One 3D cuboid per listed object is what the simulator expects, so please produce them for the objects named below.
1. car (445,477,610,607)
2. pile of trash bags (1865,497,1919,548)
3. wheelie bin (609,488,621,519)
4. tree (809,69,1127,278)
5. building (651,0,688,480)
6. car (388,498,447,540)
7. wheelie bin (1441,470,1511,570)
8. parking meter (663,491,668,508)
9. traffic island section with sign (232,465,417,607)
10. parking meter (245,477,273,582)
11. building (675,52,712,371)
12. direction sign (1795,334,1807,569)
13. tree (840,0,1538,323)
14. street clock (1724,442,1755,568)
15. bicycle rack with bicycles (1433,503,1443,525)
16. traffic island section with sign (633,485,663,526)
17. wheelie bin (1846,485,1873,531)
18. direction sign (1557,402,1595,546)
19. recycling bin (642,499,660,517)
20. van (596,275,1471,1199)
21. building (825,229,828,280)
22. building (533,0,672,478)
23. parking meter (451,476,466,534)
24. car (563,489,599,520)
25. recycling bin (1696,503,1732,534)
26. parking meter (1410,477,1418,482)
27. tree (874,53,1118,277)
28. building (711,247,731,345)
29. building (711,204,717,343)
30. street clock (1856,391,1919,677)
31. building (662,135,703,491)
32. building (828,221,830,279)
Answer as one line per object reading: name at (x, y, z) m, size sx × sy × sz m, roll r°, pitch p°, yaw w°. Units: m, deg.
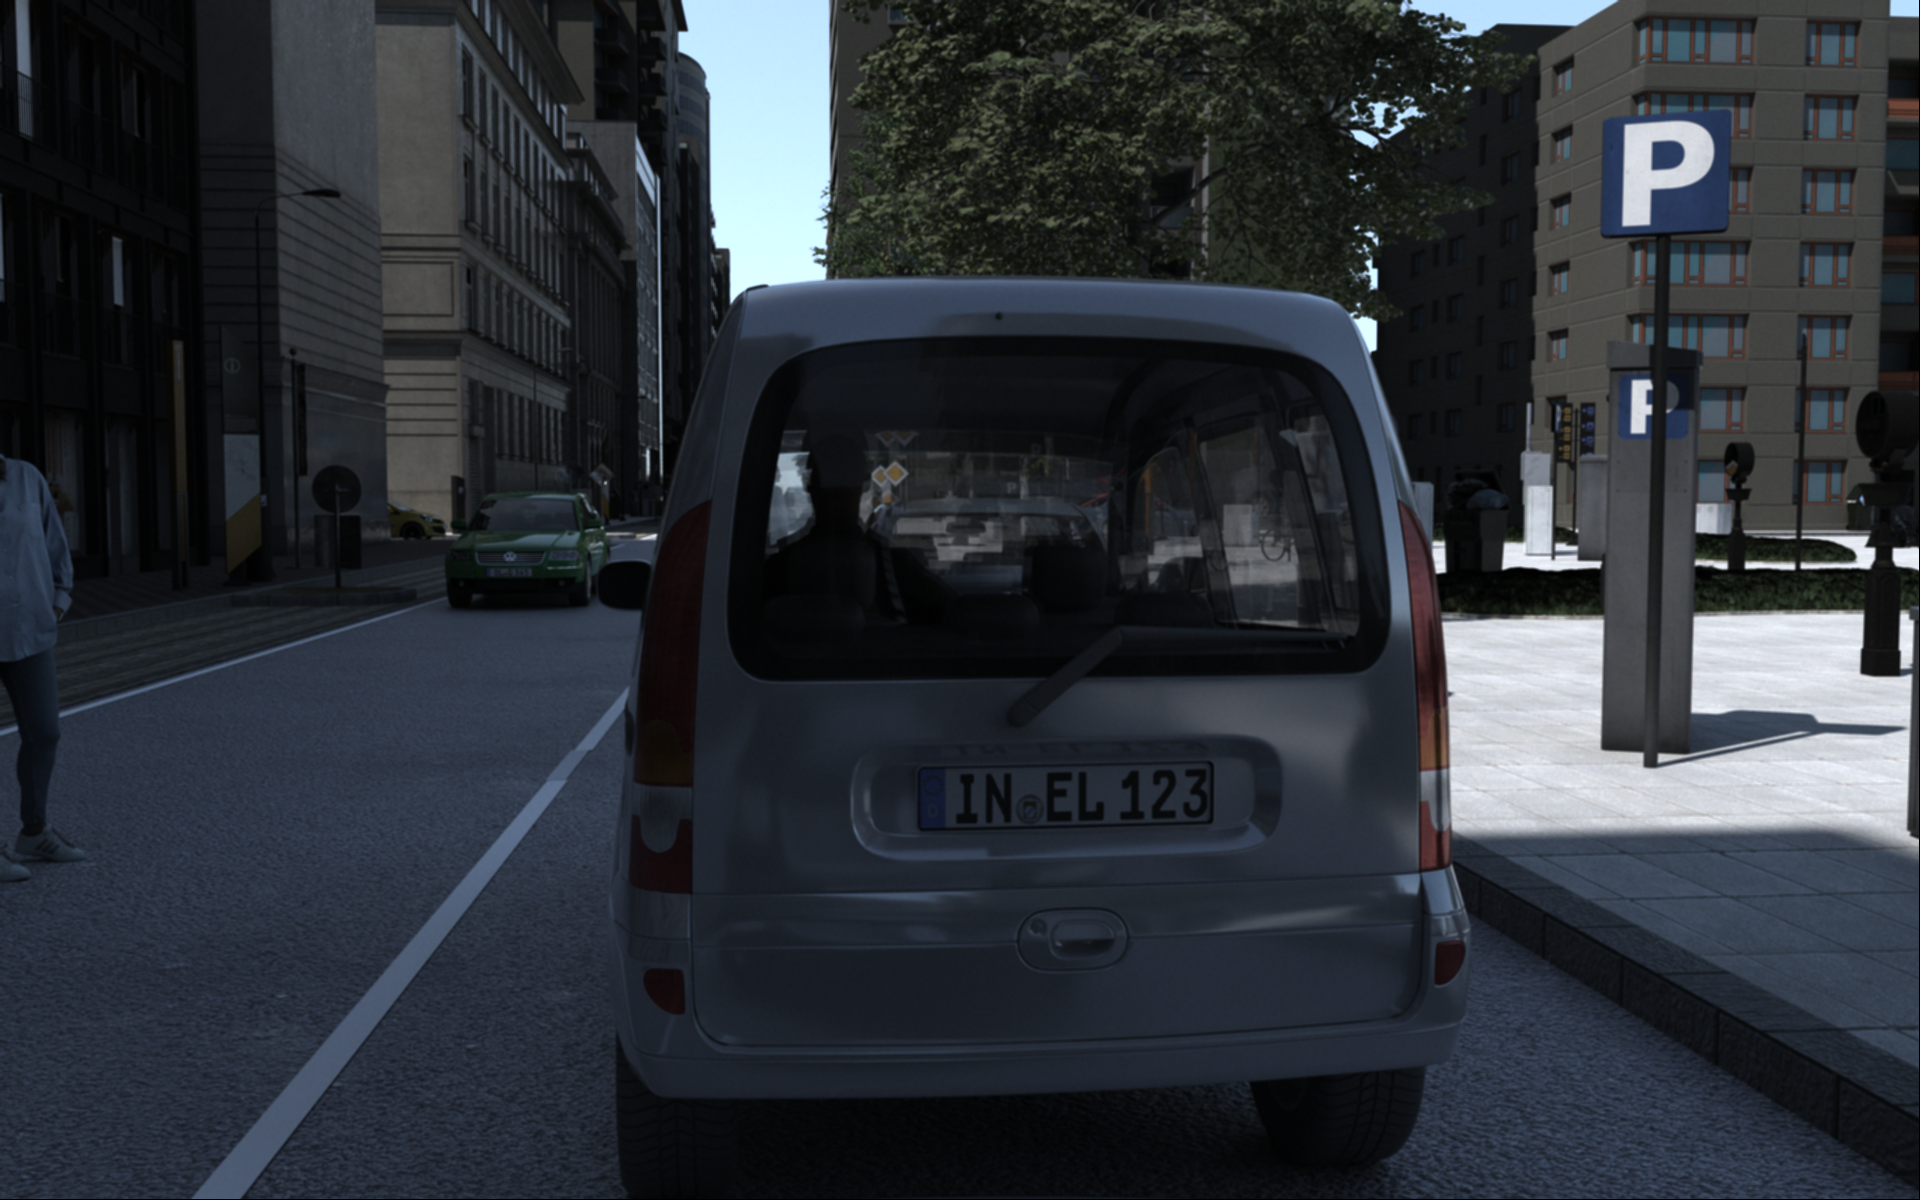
car at (-5.782, -0.897, 23.460) m, size 1.959 × 1.807 × 4.718 m, roll 0°, pitch 4°, yaw -7°
pile of trash bags at (23.581, -1.975, 42.037) m, size 3.447 × 1.369 × 1.912 m, roll -3°, pitch 4°, yaw -38°
wheelie bin at (-17.568, -4.897, 87.981) m, size 0.693 × 1.594 × 0.980 m, roll -1°, pitch 4°, yaw -9°
tree at (0.197, -7.096, 41.782) m, size 9.928 × 11.665 × 9.643 m, roll 0°, pitch 3°, yaw 0°
building at (-41.669, -35.526, 170.089) m, size 28.713 × 52.752 × 27.495 m, roll 0°, pitch 4°, yaw -6°
car at (-17.265, -2.509, 51.241) m, size 3.980 × 1.641 × 2.015 m, roll 0°, pitch 4°, yaw -6°
wheelie bin at (6.788, -0.910, 22.794) m, size 0.693 × 1.594 × 0.980 m, roll -3°, pitch 4°, yaw -36°
parking meter at (-22.031, -7.413, 129.616) m, size 0.372 × 1.533 × 0.369 m, roll 0°, pitch 3°, yaw 0°
traffic island section with sign at (-8.325, -0.875, 22.927) m, size 1.989 × 1.847 × 2.006 m, roll 0°, pitch 4°, yaw -6°
parking meter at (-10.312, -1.041, 25.431) m, size 0.372 × 1.533 × 0.369 m, roll 0°, pitch 3°, yaw 0°
building at (-43.826, -41.911, 227.243) m, size 21.231 × 58.520 × 28.212 m, roll 0°, pitch 4°, yaw -6°
direction sign at (12.098, -2.013, 24.913) m, size 0.379 × 3.537 × 0.876 m, roll 2°, pitch 4°, yaw 27°
tree at (2.002, -6.100, 17.858) m, size 7.486 × 12.596 × 7.792 m, roll 0°, pitch 3°, yaw 0°
street clock at (10.912, -1.207, 24.299) m, size 0.358 × 2.002 × 0.471 m, roll 0°, pitch 4°, yaw 1°
bicycle rack with bicycles at (17.748, -3.275, 66.927) m, size 2.925 × 0.926 × 2.852 m, roll 2°, pitch 4°, yaw 30°
traffic island section with sign at (-13.733, -4.271, 78.466) m, size 1.989 × 1.847 × 2.006 m, roll 0°, pitch 4°, yaw -6°
wheelie bin at (31.045, -3.172, 59.768) m, size 0.693 × 1.594 × 0.980 m, roll 0°, pitch 4°, yaw -6°
direction sign at (15.288, -3.122, 43.043) m, size 0.876 × 3.537 × 0.379 m, roll 2°, pitch 4°, yaw 26°
recycling bin at (-17.360, -5.189, 97.391) m, size 0.722 × 1.027 × 0.722 m, roll 2°, pitch 4°, yaw 27°
van at (-0.065, 0.124, 4.976) m, size 2.013 × 2.044 × 4.112 m, roll 0°, pitch 4°, yaw -7°
building at (-10.315, -38.042, 276.613) m, size 22.147 × 44.769 × 28.867 m, roll 0°, pitch 4°, yaw -6°
building at (-35.646, -29.849, 142.656) m, size 22.147 × 44.769 × 28.867 m, roll 0°, pitch 4°, yaw -6°
parking meter at (-15.960, -3.023, 55.134) m, size 0.255 × 1.863 × 0.399 m, roll 2°, pitch 4°, yaw 30°
car at (-10.041, -2.103, 43.185) m, size 1.959 × 1.807 × 4.718 m, roll 0°, pitch 4°, yaw -5°
recycling bin at (20.319, -2.094, 46.793) m, size 0.722 × 1.027 × 0.722 m, roll -2°, pitch 4°, yaw -34°
parking meter at (15.042, -3.181, 57.725) m, size 0.399 × 1.863 × 0.255 m, roll -1°, pitch 4°, yaw -18°
tree at (0.851, -4.724, 27.603) m, size 4.737 × 8.622 × 4.395 m, roll 0°, pitch 3°, yaw 0°
building at (-44.233, -36.446, 279.481) m, size 14.154 × 41.232 × 14.086 m, roll 0°, pitch 4°, yaw -6°
building at (-47.518, -38.959, 256.591) m, size 23.786 × 49.044 × 30.456 m, roll 0°, pitch 4°, yaw -6°
street clock at (6.513, -0.467, 12.199) m, size 0.358 × 2.002 × 0.471 m, roll 0°, pitch 4°, yaw 1°
building at (-35.949, -31.086, 191.844) m, size 14.154 × 41.232 × 14.086 m, roll 0°, pitch 4°, yaw -6°
building at (-12.407, -34.947, 254.981) m, size 14.154 × 41.232 × 14.086 m, roll 0°, pitch 4°, yaw -6°
